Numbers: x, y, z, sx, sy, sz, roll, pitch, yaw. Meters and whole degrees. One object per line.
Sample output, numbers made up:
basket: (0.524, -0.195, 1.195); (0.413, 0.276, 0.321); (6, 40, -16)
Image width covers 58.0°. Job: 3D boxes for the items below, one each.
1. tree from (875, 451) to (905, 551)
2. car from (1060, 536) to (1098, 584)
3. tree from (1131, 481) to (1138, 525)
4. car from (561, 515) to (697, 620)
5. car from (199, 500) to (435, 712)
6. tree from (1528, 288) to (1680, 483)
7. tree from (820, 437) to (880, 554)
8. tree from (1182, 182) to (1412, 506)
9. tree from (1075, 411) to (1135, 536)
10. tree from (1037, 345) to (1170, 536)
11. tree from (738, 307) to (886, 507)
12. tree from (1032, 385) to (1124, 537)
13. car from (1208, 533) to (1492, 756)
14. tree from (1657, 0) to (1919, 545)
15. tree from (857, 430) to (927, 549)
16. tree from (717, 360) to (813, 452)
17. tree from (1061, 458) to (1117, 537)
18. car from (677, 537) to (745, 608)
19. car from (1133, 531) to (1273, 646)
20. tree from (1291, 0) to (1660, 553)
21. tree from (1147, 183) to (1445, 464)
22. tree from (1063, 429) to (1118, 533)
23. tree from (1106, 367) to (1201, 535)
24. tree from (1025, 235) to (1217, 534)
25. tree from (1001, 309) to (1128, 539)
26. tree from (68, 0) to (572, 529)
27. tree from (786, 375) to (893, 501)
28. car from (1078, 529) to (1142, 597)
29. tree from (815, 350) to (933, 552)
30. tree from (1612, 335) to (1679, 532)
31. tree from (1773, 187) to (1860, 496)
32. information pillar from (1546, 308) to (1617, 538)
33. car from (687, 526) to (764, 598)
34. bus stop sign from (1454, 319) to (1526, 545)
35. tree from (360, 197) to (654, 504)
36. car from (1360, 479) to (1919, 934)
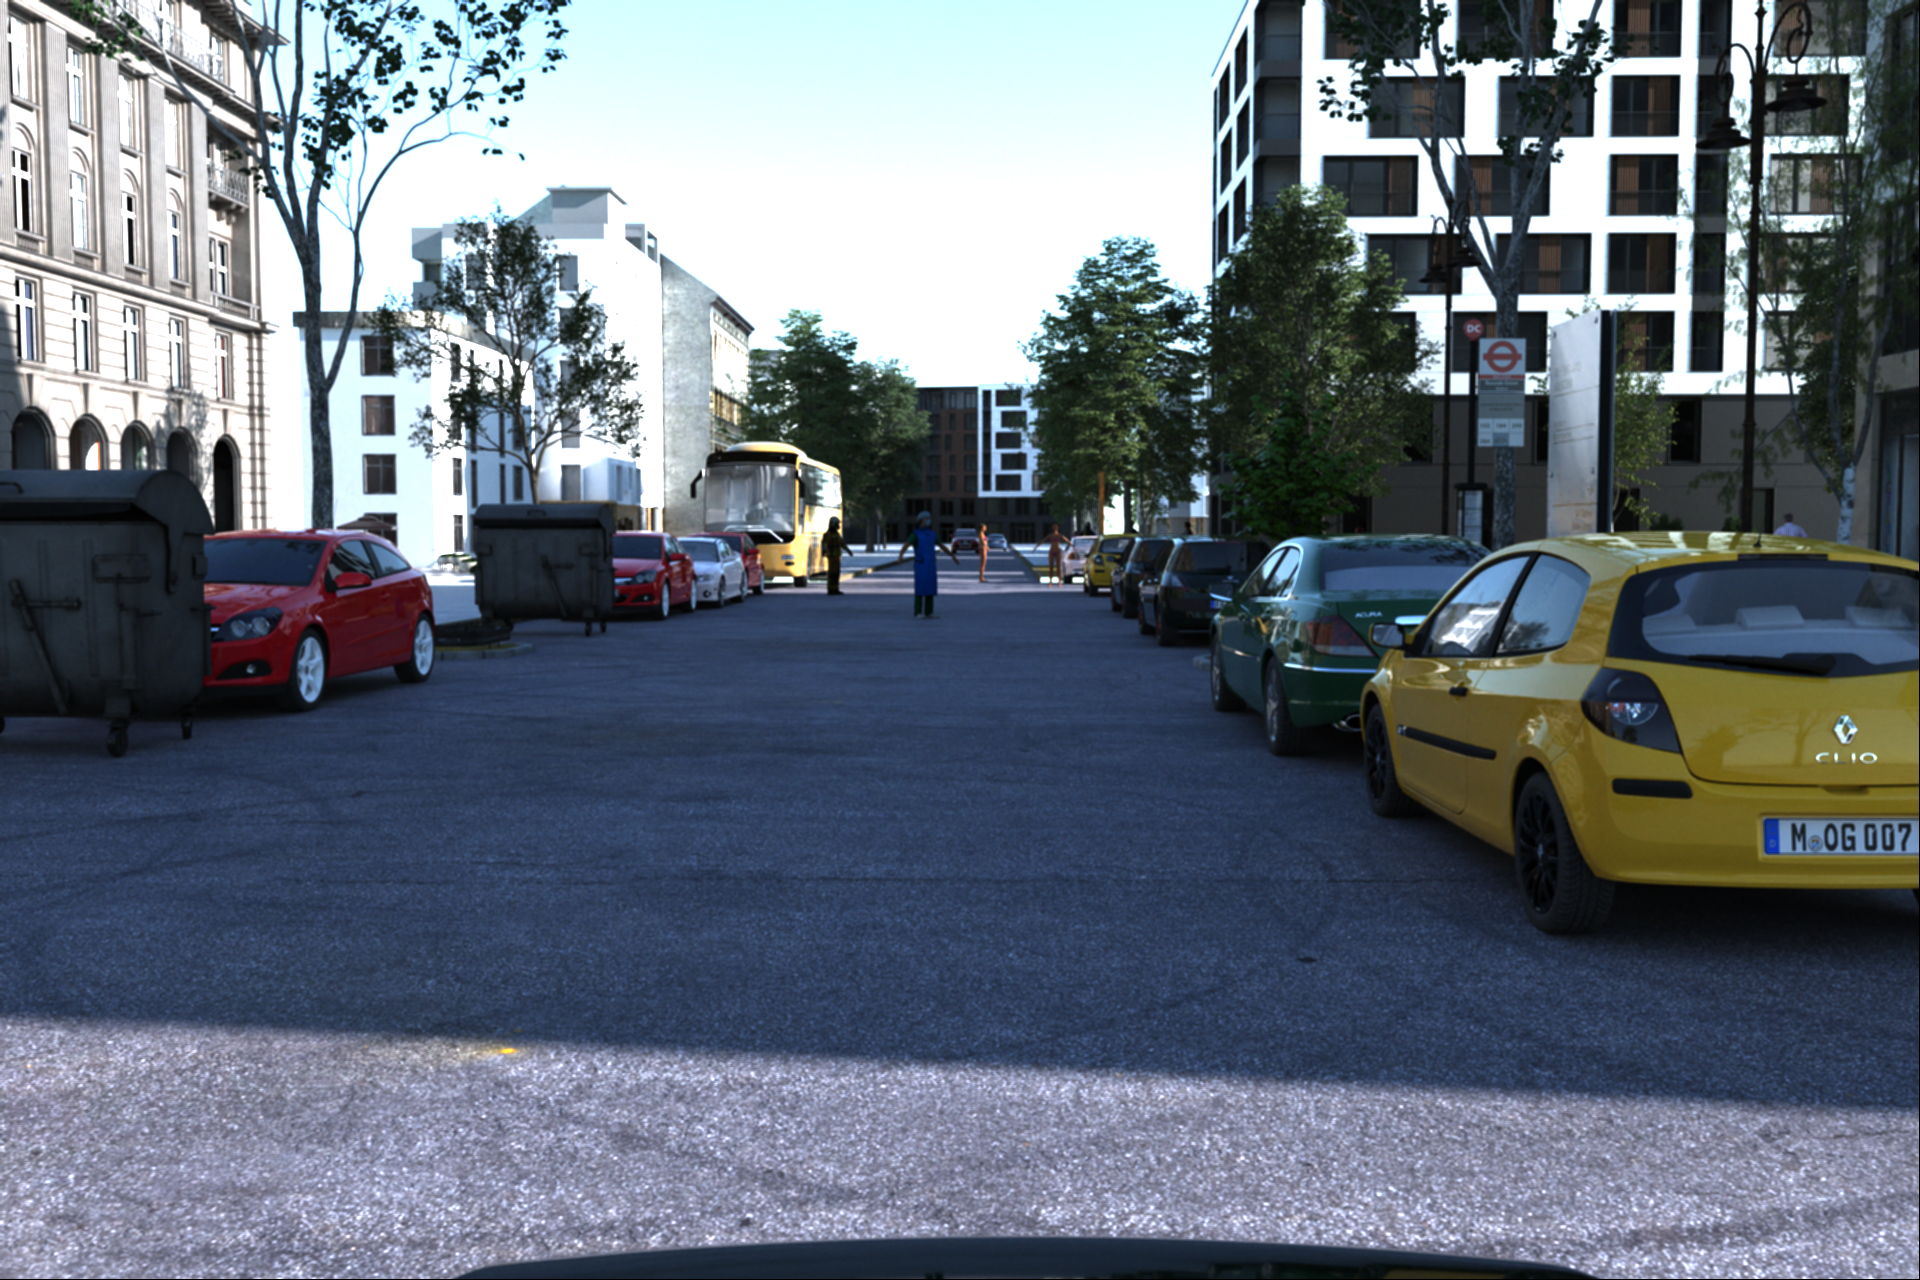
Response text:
tree: (-5.960, -11.106, 131.952); (4.737, 8.622, 4.395); (0, 3, 0)
car: (3.914, -2.384, 51.342); (2.083, 1.381, 4.827); (0, 4, 0)
tree: (27.037, -20.085, 246.515); (7.486, 12.596, 7.792); (0, 3, 0)
car: (-5.754, -1.290, 30.130); (2.155, 1.783, 4.494); (0, 4, 1)
car: (-6.089, -0.382, 15.291); (2.155, 1.783, 4.494); (0, 4, 1)
tree: (19.486, -6.265, 52.790); (4.737, 8.622, 4.395); (0, 3, 0)
tree: (-7.644, -9.742, 109.642); (4.360, 8.622, 3.978); (0, 3, 0)
tree: (10.974, -8.484, 56.840); (7.486, 12.596, 7.792); (0, 3, 0)
tree: (7.645, -9.152, 100.006); (4.360, 8.622, 3.978); (0, 3, 0)
tree: (7.713, -10.233, 93.067); (9.928, 11.665, 9.643); (0, 3, 0)
tree: (-7.527, -10.342, 87.221); (7.486, 12.596, 7.792); (0, 3, 0)
tree: (8.814, -12.646, 124.886); (7.486, 12.596, 7.792); (0, 3, 0)
car: (2.946, -0.049, 12.598); (2.131, 1.459, 4.920); (0, 4, 1)
tree: (9.682, -4.183, 18.762); (4.360, 8.622, 3.978); (0, 3, 0)
tree: (-6.540, -12.907, 145.435); (8.767, 10.594, 7.601); (2, 4, 28)
tree: (-8.169, -7.487, 72.770); (4.737, 8.622, 4.395); (0, 3, 0)
tree: (8.022, -10.170, 116.640); (4.360, 8.622, 3.978); (0, 3, 0)
car: (-5.469, -1.378, 34.885); (2.083, 1.381, 4.827); (0, 4, 1)
car: (3.397, -0.838, 23.486); (2.009, 1.686, 4.222); (0, 4, 1)
tree: (8.832, -10.763, 31.857); (12.611, 20.169, 13.585); (0, 3, 0)
tree: (9.466, -6.822, 45.955); (8.767, 10.594, 7.601); (-3, 4, -38)
tree: (8.687, -9.840, 111.245); (4.360, 8.622, 3.978); (0, 3, 0)
tree: (7.715, -7.603, 74.675); (4.360, 8.622, 3.978); (0, 3, 0)
tree: (6.047, -9.083, 66.628); (7.486, 12.596, 7.792); (0, 3, 0)
tree: (9.228, -17.683, 145.009); (12.611, 20.169, 13.585); (0, 3, 0)
tree: (-12.894, -10.729, 31.314); (12.611, 20.169, 13.585); (0, 3, 0)
tree: (-7.302, -10.052, 98.766); (7.601, 10.594, 8.767); (-1, 4, -23)
car: (3.833, -1.890, 41.124); (2.015, 1.641, 3.980); (0, 4, 1)
tree: (-6.341, -13.134, 121.396); (9.857, 13.997, 8.962); (0, 3, 0)
tree: (22.808, -6.730, 60.398); (4.737, 8.622, 4.395); (0, 3, 0)
tree: (29.642, -8.900, 52.165); (9.857, 13.997, 8.962); (0, 3, 0)
information pillar: (6.756, -1.688, 18.915); (0.184, 3.620, 1.656); (0, 4, 1)
car: (-5.586, -1.866, 39.553); (2.155, 1.783, 4.494); (0, 4, 1)
bus stop sign: (6.591, -2.012, 21.591); (0.855, 3.939, 0.416); (0, 4, 1)
tree: (-11.928, -6.965, 48.287); (7.601, 10.594, 8.767); (2, 4, 30)
car: (2.934, 0.160, 7.615); (2.015, 1.641, 3.980); (0, 4, 1)
